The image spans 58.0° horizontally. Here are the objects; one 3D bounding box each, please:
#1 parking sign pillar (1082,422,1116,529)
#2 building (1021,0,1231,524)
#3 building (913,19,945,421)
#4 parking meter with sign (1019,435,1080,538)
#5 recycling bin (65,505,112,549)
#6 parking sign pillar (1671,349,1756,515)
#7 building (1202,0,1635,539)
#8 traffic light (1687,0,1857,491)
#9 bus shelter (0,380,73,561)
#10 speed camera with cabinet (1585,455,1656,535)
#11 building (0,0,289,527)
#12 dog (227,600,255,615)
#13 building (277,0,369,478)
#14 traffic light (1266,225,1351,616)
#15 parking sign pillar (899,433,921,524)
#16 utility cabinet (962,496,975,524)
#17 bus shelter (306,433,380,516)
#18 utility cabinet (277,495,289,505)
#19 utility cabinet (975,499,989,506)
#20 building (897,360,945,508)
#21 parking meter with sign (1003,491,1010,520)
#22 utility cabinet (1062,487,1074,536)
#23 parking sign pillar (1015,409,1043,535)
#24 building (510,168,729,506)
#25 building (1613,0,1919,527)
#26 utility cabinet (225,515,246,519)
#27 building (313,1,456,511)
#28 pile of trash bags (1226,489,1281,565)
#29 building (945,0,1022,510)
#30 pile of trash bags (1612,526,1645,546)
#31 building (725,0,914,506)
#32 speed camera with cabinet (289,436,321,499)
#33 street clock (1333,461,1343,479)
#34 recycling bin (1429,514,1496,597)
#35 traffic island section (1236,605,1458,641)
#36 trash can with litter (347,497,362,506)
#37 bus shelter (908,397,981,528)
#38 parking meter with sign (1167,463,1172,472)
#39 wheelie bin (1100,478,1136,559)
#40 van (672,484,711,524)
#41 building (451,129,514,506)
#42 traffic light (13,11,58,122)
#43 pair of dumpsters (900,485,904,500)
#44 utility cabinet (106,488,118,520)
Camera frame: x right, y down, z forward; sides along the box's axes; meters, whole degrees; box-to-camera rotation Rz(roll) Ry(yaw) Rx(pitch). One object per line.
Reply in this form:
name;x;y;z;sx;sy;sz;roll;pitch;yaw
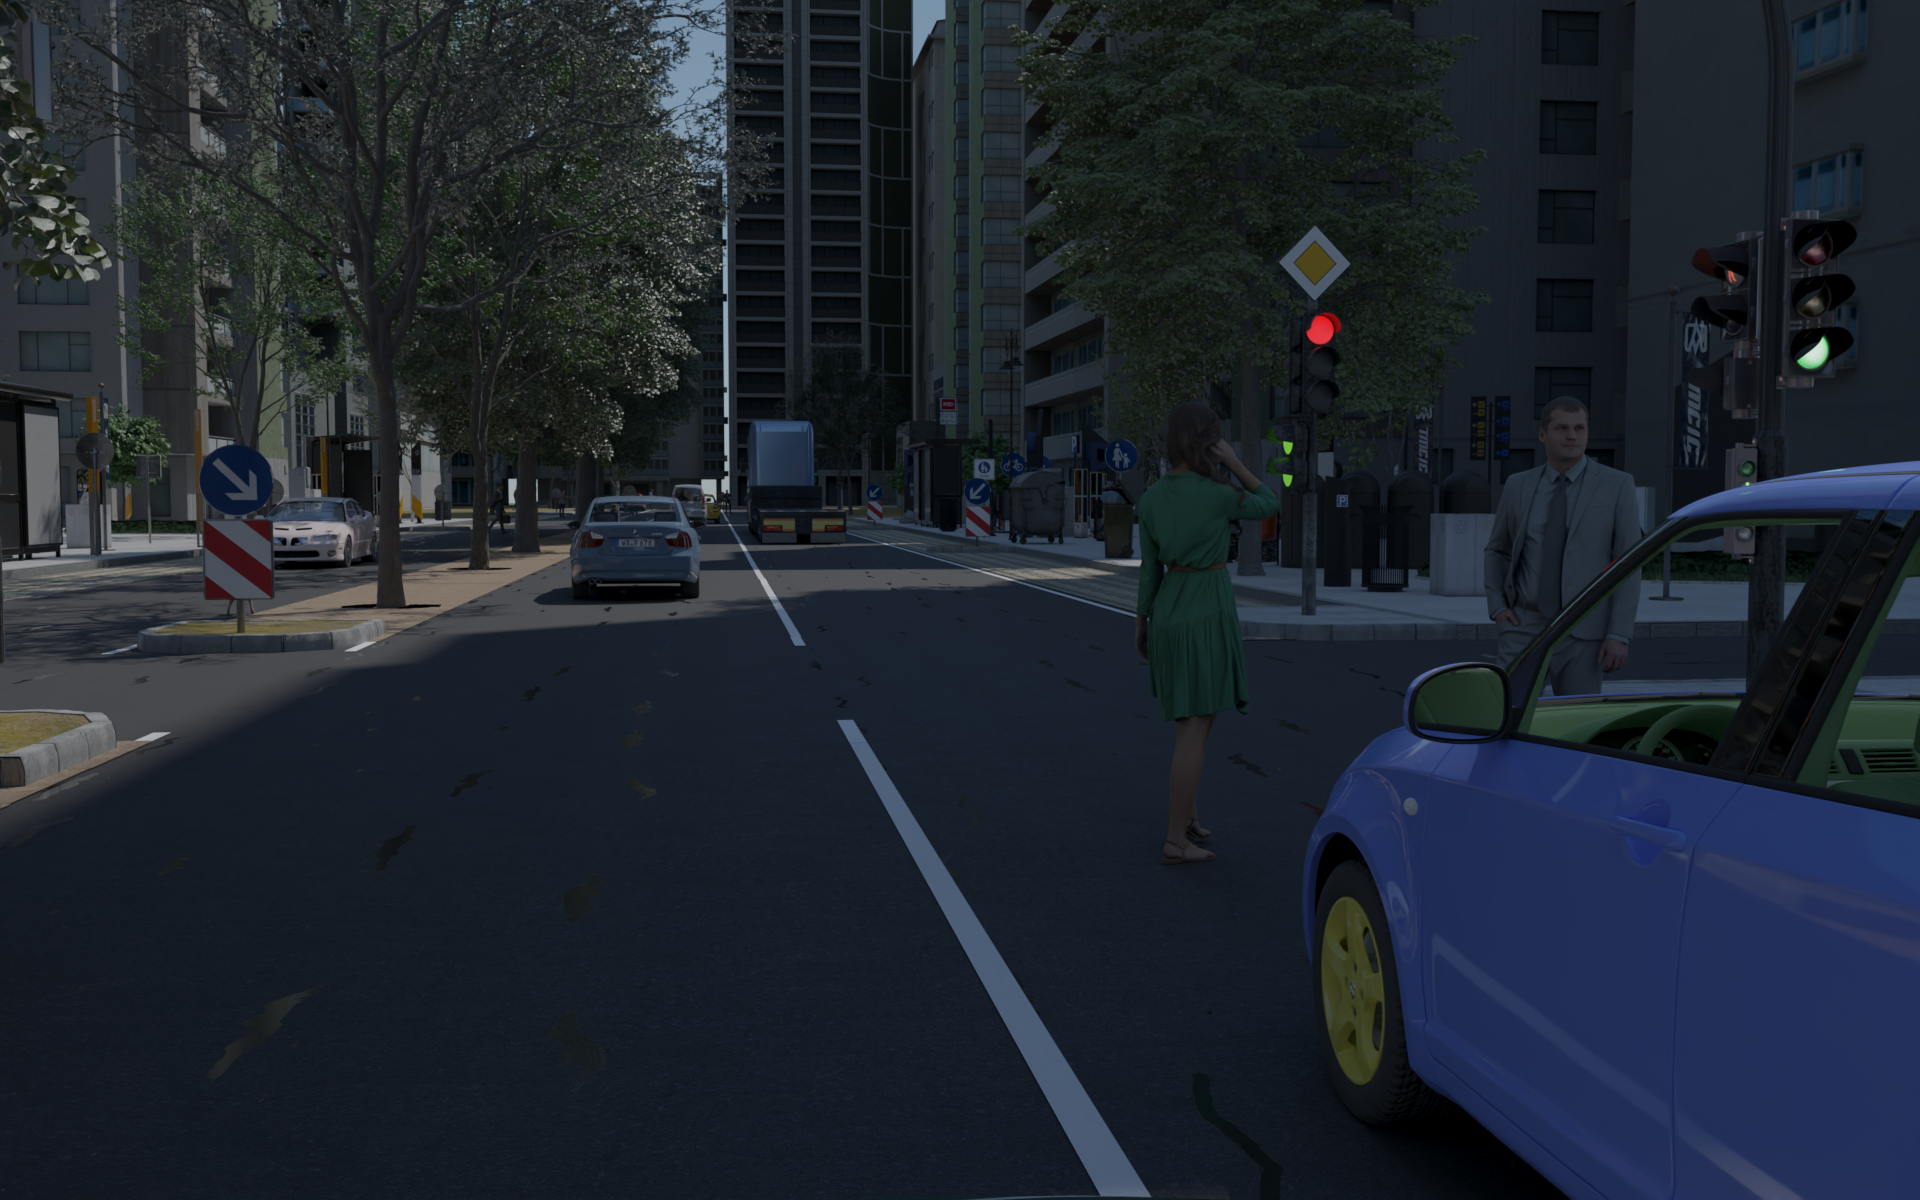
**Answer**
parking sign pillar;5.203;-4.674;64.887;1.447;3.967;1.447;-2;4;-33
building;15.357;-28.170;84.281;21.300;48.544;21.600;-1;4;-8
building;8.221;-37.400;200.723;27.495;52.752;28.713;-1;4;-8
parking meter with sign;2.611;-3.347;50.988;1.738;3.016;0.543;-1;4;-16
recycling bin;-20.710;-1.750;41.164;0.722;1.027;0.722;0;4;7
parking sign pillar;12.832;-2.514;29.578;1.447;3.967;1.447;1;4;11
building;15.033;-17.380;55.865;14.160;30.474;14.107;-1;4;-8
traffic light;2.751;-2.155;9.901;4.771;5.953;1.251;-1;4;-8
bus shelter;-18.401;-3.238;30.579;2.179;5.291;8.768;0;4;-8
speed camera with cabinet;15.164;-2.826;40.534;2.038;3.252;0.660;3;5;42
building;-37.171;-23.729;71.561;14.154;41.232;14.086;-1;4;-8
dog;-8.549;-0.079;20.579;0.406;0.507;0.540;-3;5;-41
building;-47.705;-48.194;100.642;22.319;86.520;31.000;-1;4;-8
traffic light;3.677;-1.793;18.242;0.839;4.253;0.868;-1;4;-8
parking sign pillar;-1.924;-5.315;75.380;1.447;3.967;1.447;-2;4;-33
utility cabinet;0.489;-3.846;74.051;0.306;1.237;1.020;3;5;44
bus shelter;-24.735;-4.795;69.685;1.731;3.624;6.357;0;4;-8
utility cabinet;-30.043;-4.011;76.739;0.306;1.237;1.020;1;4;17
utility cabinet;0.987;-3.827;71.258;0.318;1.500;1.173;2;4;25
building;7.305;-50.974;146.100;22.319;86.520;31.000;-1;4;-8
parking meter with sign;2.223;-5.395;84.469;1.738;3.016;0.543;0;4;0
utility cabinet;2.981;-2.683;52.547;0.318;1.500;1.173;-3;4;-38
parking sign pillar;2.363;-4.025;54.281;1.447;3.967;1.447;0;4;6
building;-38.551;-30.882;196.798;23.993;40.220;32.217;-1;4;-8
building;27.625;-25.408;39.123;21.600;48.544;21.300;-1;4;-8
utility cabinet;-26.404;-3.191;63.330;1.020;1.237;0.306;1;4;21
building;-55.562;-33.635;139.166;27.495;52.752;28.713;-1;4;-8
pile of trash bags;5.185;-1.393;32.526;1.912;1.369;3.447;-1;4;-13
building;5.707;-26.932;123.938;14.154;41.232;14.086;-1;4;-8
pile of trash bags;14.310;-1.680;37.224;3.447;1.369;1.912;1;4;12
building;-15.563;-46.140;192.642;20.611;71.187;20.563;-1;4;-8
speed camera with cabinet;-22.766;-4.027;60.179;0.660;3.252;2.038;0;4;-6
street clock;7.988;-2.004;37.336;0.358;2.002;0.471;-3;5;-42
recycling bin;6.410;-0.575;21.951;0.722;1.027;0.722;0;4;-2
traffic island section;3.718;0.240;18.362;2.009;0.180;2.903;-1;4;-8
trash can with litter;-22.598;-3.286;65.115;1.055;1.170;0.624;-3;5;-43
bus shelter;-0.842;-5.613;69.408;2.179;5.291;8.768;0;4;-8
parking meter with sign;5.355;-2.851;42.879;0.543;3.016;1.738;0;4;-5
wheelie bin;3.164;-1.635;34.646;0.693;1.594;0.980;1;4;9
van;-12.515;-4.456;79.871;2.013;2.044;4.112;0;4;-8
building;-60.218;-34.455;187.037;21.600;48.544;21.300;-1;4;-8
traffic light;-11.004;-2.538;16.166;4.771;5.953;1.251;-1;4;-8
pair of dumpsters;-1.836;-4.896;82.535;1.574;2.255;4.437;0;4;-8
utility cabinet;-31.304;-3.327;63.069;1.173;1.500;0.318;1;4;11
